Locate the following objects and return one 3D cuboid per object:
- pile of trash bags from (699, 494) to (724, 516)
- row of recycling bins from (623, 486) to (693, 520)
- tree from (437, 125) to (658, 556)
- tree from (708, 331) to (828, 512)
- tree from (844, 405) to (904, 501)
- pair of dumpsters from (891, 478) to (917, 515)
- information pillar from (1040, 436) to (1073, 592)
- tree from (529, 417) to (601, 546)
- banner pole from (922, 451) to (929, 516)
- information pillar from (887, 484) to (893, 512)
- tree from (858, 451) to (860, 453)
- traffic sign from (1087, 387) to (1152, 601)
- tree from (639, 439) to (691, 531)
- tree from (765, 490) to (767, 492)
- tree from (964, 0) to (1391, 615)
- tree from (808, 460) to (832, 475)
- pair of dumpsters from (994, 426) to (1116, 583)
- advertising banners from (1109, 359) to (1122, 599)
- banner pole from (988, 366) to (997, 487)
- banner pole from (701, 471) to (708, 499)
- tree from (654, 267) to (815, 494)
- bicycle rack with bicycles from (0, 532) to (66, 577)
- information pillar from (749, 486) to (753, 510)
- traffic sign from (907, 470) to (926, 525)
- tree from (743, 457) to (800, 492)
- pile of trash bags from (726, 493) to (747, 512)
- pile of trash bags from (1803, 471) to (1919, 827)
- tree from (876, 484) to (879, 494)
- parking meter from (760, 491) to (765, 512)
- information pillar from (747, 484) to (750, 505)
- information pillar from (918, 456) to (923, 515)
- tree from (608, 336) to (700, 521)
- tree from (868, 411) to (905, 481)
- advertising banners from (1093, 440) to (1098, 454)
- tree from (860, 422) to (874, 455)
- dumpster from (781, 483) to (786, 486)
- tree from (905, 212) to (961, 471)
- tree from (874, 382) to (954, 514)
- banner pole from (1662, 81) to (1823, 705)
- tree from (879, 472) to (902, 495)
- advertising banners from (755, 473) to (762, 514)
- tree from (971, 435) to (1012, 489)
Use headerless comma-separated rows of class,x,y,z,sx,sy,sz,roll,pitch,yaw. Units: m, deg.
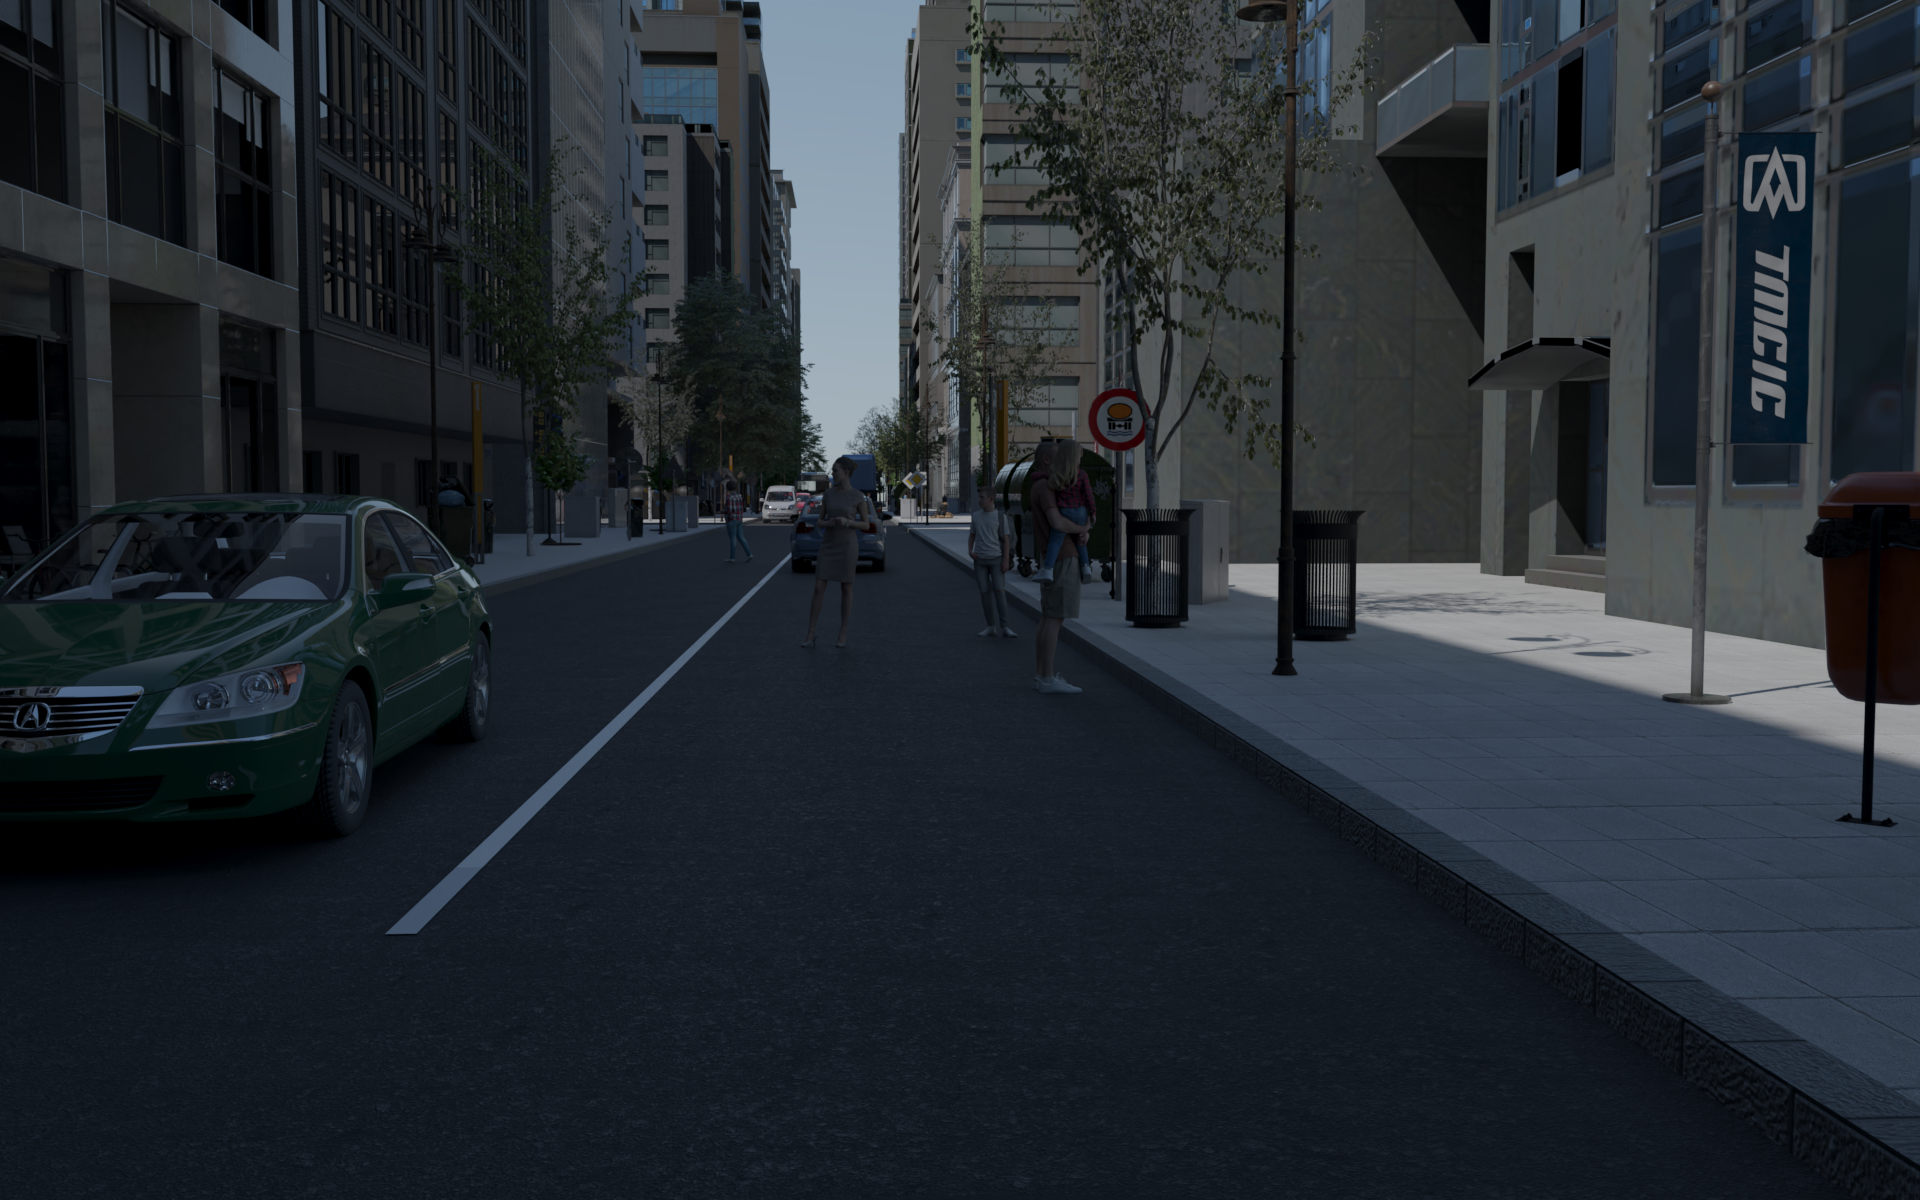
pile of trash bags,-15.848,-5.566,100.753,3.447,1.369,1.912,2,4,29
row of recycling bins,-15.124,-4.932,87.750,3.534,1.692,1.069,-3,5,-43
tree,-8.626,-5.204,35.455,4.737,8.622,4.395,0,3,0
tree,-13.958,-12.393,120.758,7.486,12.596,7.792,0,3,0
tree,-11.174,-20.084,238.736,12.009,13.543,11.850,0,3,0
pair of dumpsters,-3.348,-6.288,105.296,1.574,2.255,4.437,0,4,-4
information pillar,1.225,-1.072,22.019,0.304,2.012,0.304,-2,4,-33
tree,-10.133,-2.993,43.532,1.663,3.219,1.824,0,3,0
banner pole,-2.002,-6.833,101.732,0.401,3.779,0.863,2,4,27
information pillar,-5.132,-7.513,127.322,0.304,2.012,0.304,-3,5,-41
tree,-8.052,-13.925,178.036,4.737,8.622,4.395,0,3,0
traffic sign,1.903,-1.261,20.729,0.768,2.556,0.104,0,4,1
tree,-10.400,-4.028,60.454,1.663,3.219,1.824,0,3,0
tree,-14.993,-8.716,137.112,1.663,3.219,1.824,0,3,0
tree,2.029,-4.112,17.593,4.360,8.622,3.978,0,3,0
tree,-25.092,-21.893,308.317,4.737,8.622,4.395,0,3,0
pair of dumpsters,1.482,-1.502,27.057,1.574,2.255,4.437,0,4,-4
advertising banners,1.991,-1.576,21.956,0.090,3.025,2.074,0,4,8
banner pole,0.653,-2.703,34.217,0.401,3.779,0.863,1,4,12
banner pole,-16.491,-7.453,111.870,0.401,3.779,0.863,2,4,28
tree,-12.643,-11.643,97.019,9.857,13.997,8.962,0,3,0
bicycle rack with bicycles,-7.726,-0.201,16.670,2.925,0.926,2.852,2,4,31
information pillar,-17.010,-8.372,141.370,0.304,2.012,0.304,0,4,0
traffic sign,-1.771,-4.147,71.453,0.795,2.450,0.064,0,4,-4
tree,-14.568,-8.895,129.155,4.285,4.588,4.351,0,3,0
pile of trash bags,-15.953,-6.784,120.668,1.912,1.369,3.447,0,4,4
pile of trash bags,4.735,0.233,5.948,3.447,1.369,1.912,3,5,42
tree,-9.173,-12.340,196.365,1.663,3.219,1.824,0,3,0
parking meter,-14.214,-7.121,124.836,0.372,1.533,0.369,0,3,0
information pillar,-17.507,-9.358,144.365,0.504,3.616,0.183,2,4,29
information pillar,-2.385,-7.064,106.859,0.183,3.616,0.504,-2,4,-27
tree,-14.451,-8.046,81.915,4.360,8.622,3.978,0,3,0
tree,-5.803,-12.215,150.077,4.360,8.622,3.978,0,3,0
advertising banners,4.005,-3.504,53.477,0.090,3.025,2.074,-1,4,-8
tree,-4.376,-11.026,130.637,4.737,8.622,4.395,0,3,0
dumpster,-15.108,-8.737,145.339,1.502,2.255,1.985,0,4,-3
tree,0.875,-5.783,44.910,4.360,8.622,3.978,0,3,0
tree,-2.613,-9.967,113.328,4.737,8.622,4.395,0,3,0
banner pole,4.795,-1.259,10.606,0.863,3.779,0.401,0,4,2
tree,-5.106,-8.642,135.902,1.663,3.219,1.824,0,3,0
advertising banners,-13.057,-7.112,112.466,0.090,3.025,2.074,0,4,7
tree,0.840,-3.485,51.577,1.663,3.219,1.824,0,3,0
